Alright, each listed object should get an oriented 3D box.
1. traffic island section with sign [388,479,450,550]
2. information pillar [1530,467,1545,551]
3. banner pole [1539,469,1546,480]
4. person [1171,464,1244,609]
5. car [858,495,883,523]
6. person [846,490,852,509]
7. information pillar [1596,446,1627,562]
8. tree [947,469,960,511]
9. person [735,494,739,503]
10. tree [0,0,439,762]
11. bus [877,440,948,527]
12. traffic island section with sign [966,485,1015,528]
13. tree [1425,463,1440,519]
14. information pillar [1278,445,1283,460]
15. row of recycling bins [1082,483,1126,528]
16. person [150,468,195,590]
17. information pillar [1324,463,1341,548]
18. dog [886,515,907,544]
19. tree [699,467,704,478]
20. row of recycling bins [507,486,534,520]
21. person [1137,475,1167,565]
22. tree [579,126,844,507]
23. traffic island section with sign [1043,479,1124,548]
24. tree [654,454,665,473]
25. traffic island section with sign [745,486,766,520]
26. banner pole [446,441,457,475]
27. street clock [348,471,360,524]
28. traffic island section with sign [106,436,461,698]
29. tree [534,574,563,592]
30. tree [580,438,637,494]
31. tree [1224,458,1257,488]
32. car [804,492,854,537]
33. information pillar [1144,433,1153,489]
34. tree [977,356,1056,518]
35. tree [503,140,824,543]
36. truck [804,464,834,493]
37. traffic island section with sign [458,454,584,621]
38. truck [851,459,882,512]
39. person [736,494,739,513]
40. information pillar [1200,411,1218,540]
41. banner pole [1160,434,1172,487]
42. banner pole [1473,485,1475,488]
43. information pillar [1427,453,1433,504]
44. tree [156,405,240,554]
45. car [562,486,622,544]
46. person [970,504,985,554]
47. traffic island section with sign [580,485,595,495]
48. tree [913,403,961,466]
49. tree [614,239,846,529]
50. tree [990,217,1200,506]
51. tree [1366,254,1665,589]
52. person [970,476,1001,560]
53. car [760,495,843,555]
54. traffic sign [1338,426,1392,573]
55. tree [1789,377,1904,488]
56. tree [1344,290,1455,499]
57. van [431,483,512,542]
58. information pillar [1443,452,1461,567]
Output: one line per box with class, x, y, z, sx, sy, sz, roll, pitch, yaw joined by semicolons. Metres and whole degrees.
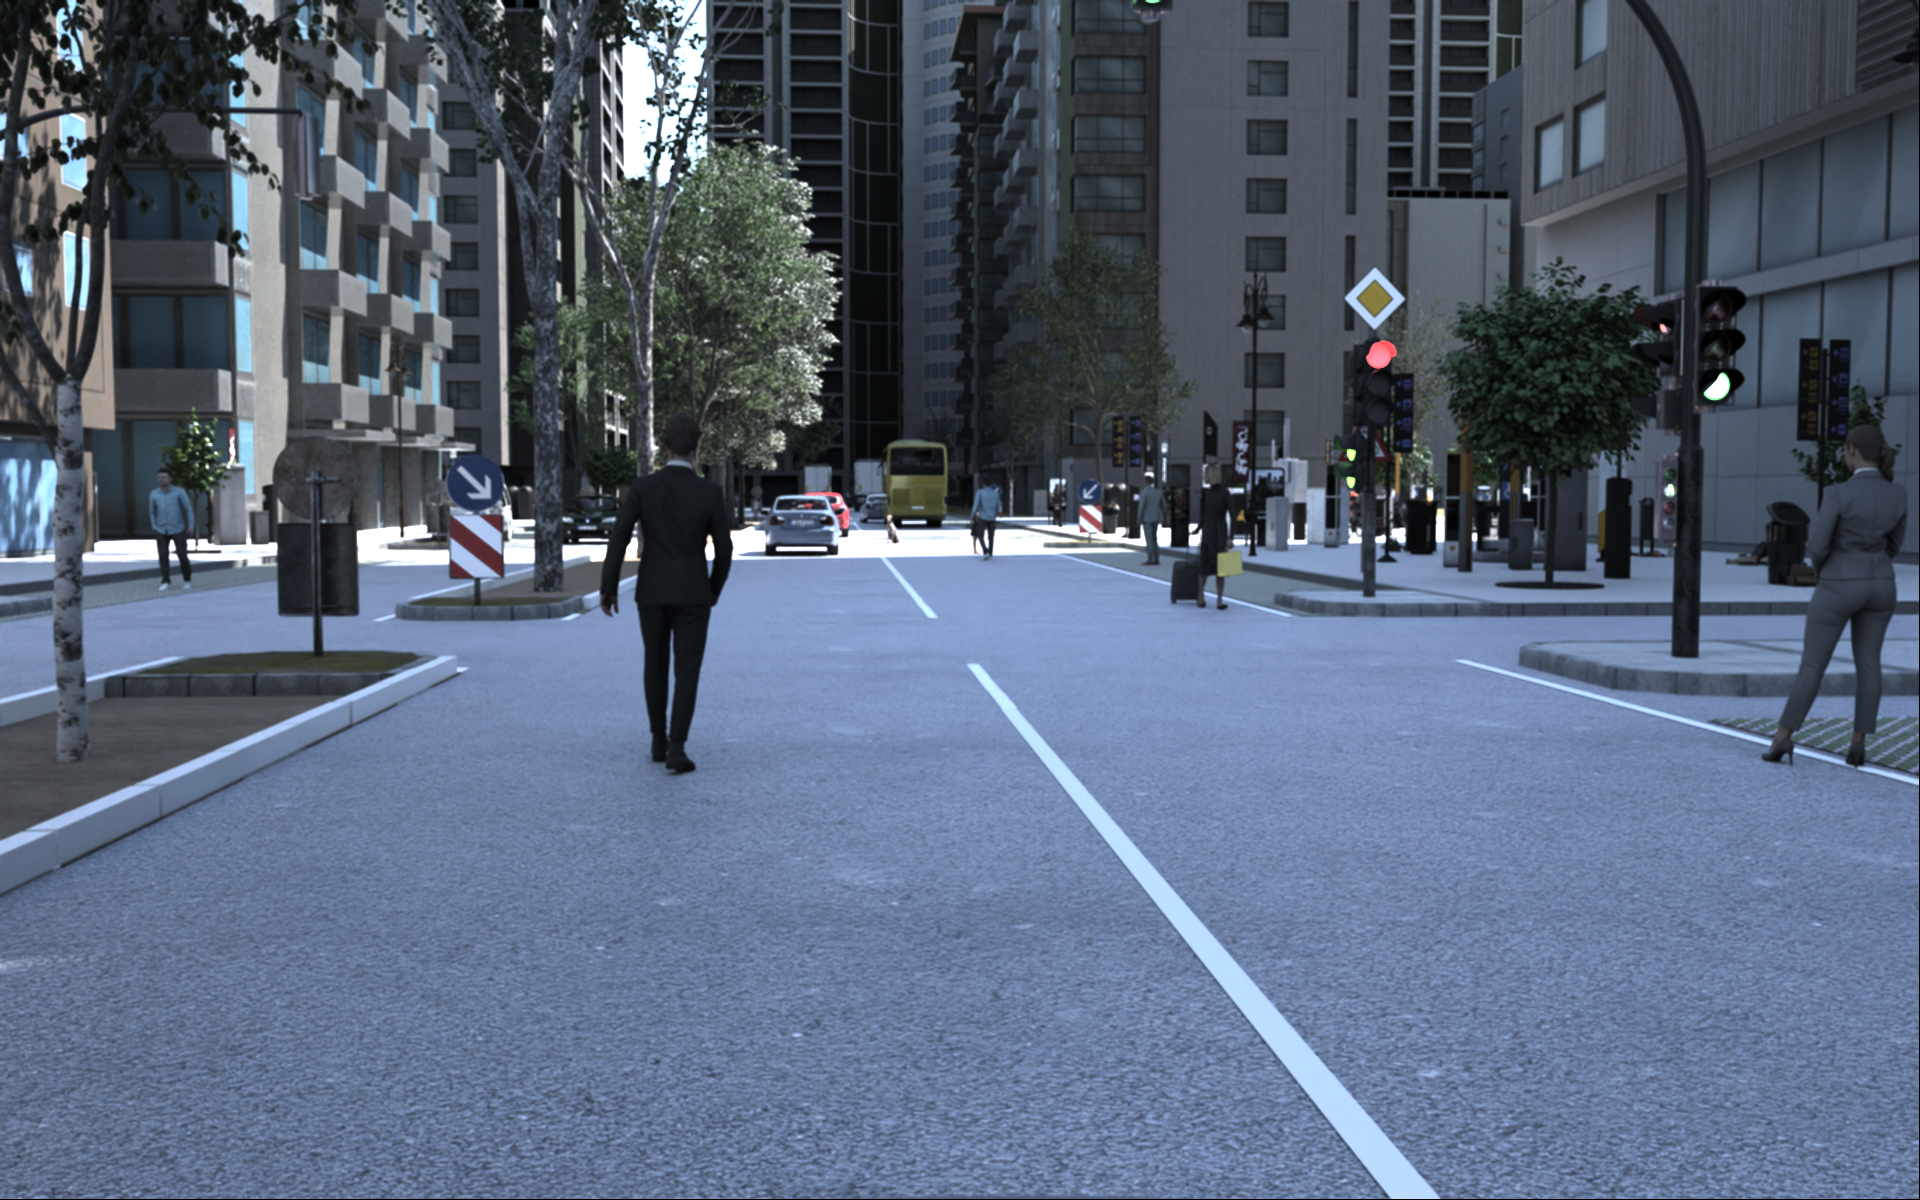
traffic island section with sign;-13.652;-2.232;45.119;1.989;1.847;2.006;0;4;-4
information pillar;13.047;-2.111;39.010;0.304;2.012;0.304;-2;4;-23
banner pole;12.707;-2.882;37.131;0.863;3.779;0.401;1;4;23
person;3.142;-0.813;22.016;0.699;1.804;1.509;0;4;-2
car;-4.057;-4.548;86.356;2.014;1.417;4.499;0;4;-6
person;-10.910;-9.932;170.754;0.599;1.838;0.709;-1;4;-14
information pillar;12.297;-2.526;32.653;0.504;3.616;0.183;1;4;19
tree;-0.786;-8.371;131.468;1.663;3.219;1.824;0;3;0
person;-15.098;-6.492;117.882;0.697;1.427;0.421;0;4;7
tree;-4.782;-3.452;9.253;4.360;8.622;3.978;0;3;0
bus;-2.158;-5.259;77.526;2.896;3.916;12.252;0;4;-4
traffic island section with sign;1.261;-3.957;73.321;1.989;1.847;2.006;0;4;-4
tree;23.592;-5.715;88.039;1.663;3.219;1.824;0;3;0
information pillar;13.956;-5.101;74.758;0.504;3.616;0.183;0;4;6
row of recycling bins;5.633;-3.669;67.100;1.069;1.692;3.534;-1;4;-18
person;-11.773;-1.065;25.924;0.660;1.820;0.620;-1;4;-8
information pillar;8.937;-2.266;41.537;0.304;2.012;0.304;2;4;29
dog;-1.825;-2.021;49.884;0.800;0.831;0.513;-1;4;-22
tree;-25.557;-10.969;163.059;4.285;4.588;4.351;0;3;0
row of recycling bins;-22.588;-4.825;86.008;3.534;1.692;1.069;2;4;27
person;3.835;-1.601;34.783;0.635;1.810;0.391;-3;5;-41
tree;-8.594;-9.288;60.977;9.857;13.997;8.962;0;3;0
traffic island section with sign;3.272;-2.313;46.441;1.989;1.847;2.006;0;4;-4
tree;-21.564;-8.166;117.222;4.285;4.588;4.351;0;3;0
traffic island section with sign;-11.229;-5.339;95.431;2.006;1.907;1.989;0;4;-4
banner pole;-24.234;-5.656;82.496;0.401;3.779;0.863;2;4;33
street clock;-17.372;-2.747;49.487;0.471;2.002;0.358;2;4;27
traffic island section with sign;-5.053;-0.305;13.116;2.006;1.907;1.989;0;4;-4
tree;-7.290;-10.222;25.480;12.611;20.169;13.585;0;3;0
tree;-20.385;-7.161;100.788;4.285;4.588;4.351;0;3;0
tree;12.054;-4.885;74.469;1.663;3.219;1.824;0;3;0
car;-4.668;-3.033;58.634;2.155;1.783;4.494;0;4;-4
information pillar;7.299;-4.629;67.037;0.183;3.616;0.504;3;5;41
tree;2.968;-8.682;92.310;4.360;8.622;3.978;0;3;0
tree;-7.705;-7.464;50.243;9.928;11.665;9.643;0;3;0
truck;-13.687;-10.915;167.371;2.839;4.237;11.283;0;4;-3
traffic island section with sign;-5.597;-0.756;20.503;2.006;1.907;1.989;0;4;-4
truck;-7.500;-9.450;143.413;2.839;4.237;11.283;0;4;-5
person;-16.759;-7.236;130.032;0.599;1.433;0.991;0;4;-4
information pillar;7.036;-3.512;48.780;0.504;3.616;0.183;-3;4;-36
banner pole;8.546;-4.994;71.668;0.401;3.779;0.863;3;5;41
banner pole;25.597;-5.944;87.203;0.401;3.779;0.863;-3;4;-38
information pillar;26.651;-6.538;98.248;0.504;3.616;0.183;-3;5;-39
tree;-16.497;-2.631;37.620;1.663;3.219;1.824;0;3;0
car;-10.726;-2.510;50.831;2.009;1.686;4.222;0;4;-6
person;0.425;-1.725;41.373;0.373;1.253;0.362;0;4;-6
traffic island section with sign;-15.768;-3.959;73.353;1.989;1.847;2.006;0;4;-4
tree;-1.779;-11.601;140.031;4.360;8.622;3.978;0;3;0
tree;-9.509;-9.271;71.045;9.611;12.733;9.660;0;3;0
tree;4.521;-7.621;59.009;7.601;10.594;8.767;0;4;-4
tree;8.108;-2.455;23.858;4.285;4.588;4.351;0;3;0
person;0.584;-1.787;37.743;0.660;1.820;0.620;-2;4;-26
car;-3.818;-1.820;41.761;2.014;1.417;4.499;0;4;-5
traffic sign;6.574;-1.724;28.199;0.884;2.594;0.081;0;4;-2
tree;14.596;-2.045;28.032;1.663;3.219;1.824;0;3;0
tree;15.981;-6.816;61.810;4.360;8.622;3.978;0;3;0
van;-14.271;-2.670;50.674;2.013;2.044;4.112;0;4;-3
information pillar;8.648;-1.583;30.373;0.304;2.012;0.304;1;4;16
